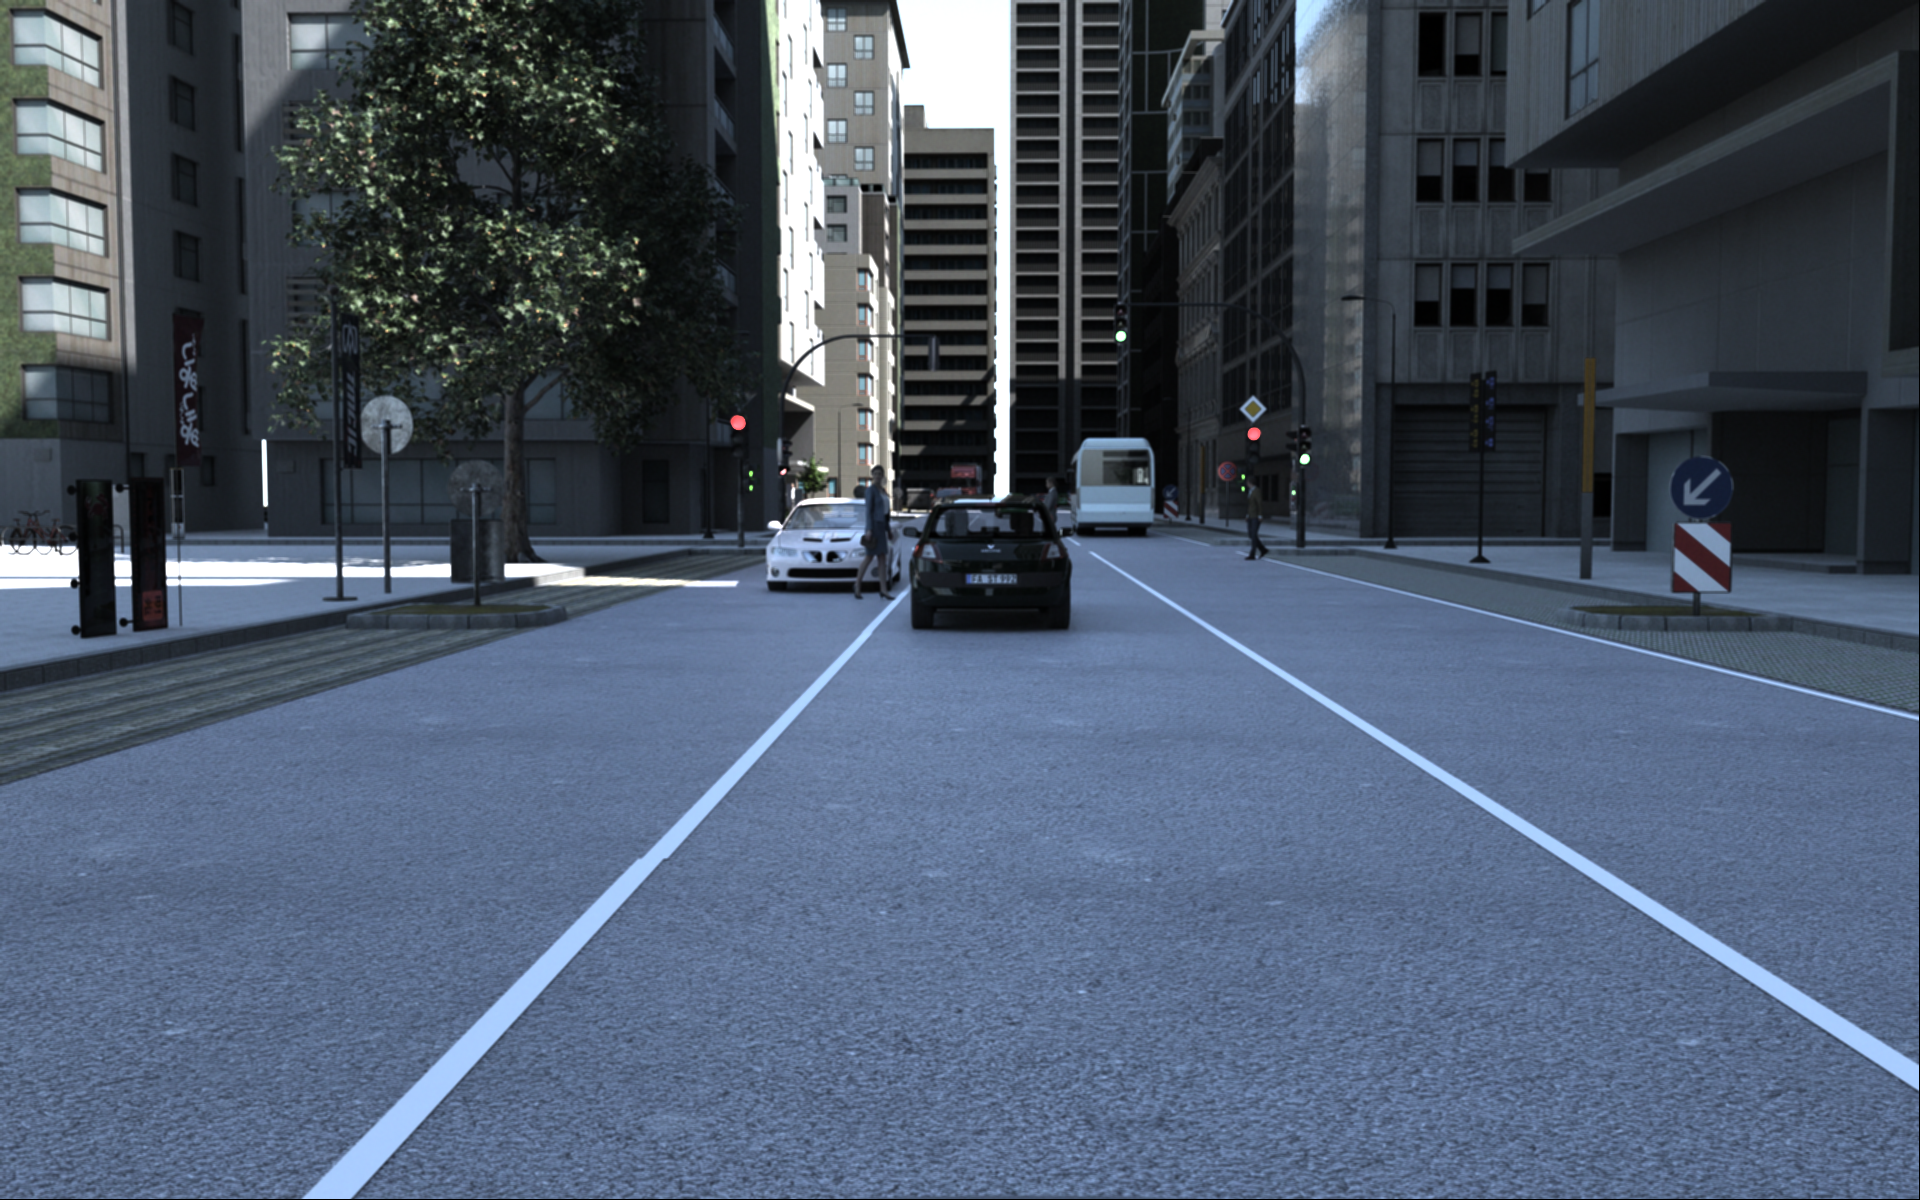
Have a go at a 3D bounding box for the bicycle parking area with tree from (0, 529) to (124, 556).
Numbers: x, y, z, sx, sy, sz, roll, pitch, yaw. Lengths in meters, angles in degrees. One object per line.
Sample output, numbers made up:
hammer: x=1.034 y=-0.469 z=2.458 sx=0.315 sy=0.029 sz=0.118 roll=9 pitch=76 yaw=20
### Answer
bicycle parking area with tree: x=-22.161 y=-2.935 z=34.989 sx=9.016 sy=4.147 sz=8.231 roll=2 pitch=4 yaw=28

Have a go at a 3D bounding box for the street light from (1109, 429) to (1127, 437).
street light: x=11.377 y=-9.257 z=123.890 sx=1.470 sy=5.913 sz=1.316 roll=0 pitch=4 yaw=1

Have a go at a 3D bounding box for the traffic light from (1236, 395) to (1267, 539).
traffic light: x=8.290 y=-3.690 z=49.247 sx=0.839 sy=4.253 sz=0.868 roll=0 pitch=4 yaw=1

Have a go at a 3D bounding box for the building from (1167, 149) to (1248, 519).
building: x=18.376 y=-15.969 z=97.247 sx=11.583 sy=22.565 sz=21.152 roll=0 pitch=4 yaw=1

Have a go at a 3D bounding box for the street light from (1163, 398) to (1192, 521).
street light: x=10.526 y=-6.806 z=83.812 sx=1.470 sy=5.913 sz=1.316 roll=0 pitch=4 yaw=1

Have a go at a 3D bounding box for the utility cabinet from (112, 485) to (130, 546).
utility cabinet: x=-20.315 y=-2.085 z=42.771 sx=1.173 sy=1.500 sz=0.318 roll=-1 pitch=4 yaw=-20

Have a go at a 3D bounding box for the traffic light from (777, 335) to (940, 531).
traffic light: x=-2.975 y=-4.578 z=49.519 sx=4.771 sy=5.953 sz=1.251 roll=0 pitch=4 yaw=1

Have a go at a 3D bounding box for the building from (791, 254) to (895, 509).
building: x=-19.974 y=-18.019 z=139.643 sx=27.650 sy=21.520 sz=28.899 roll=0 pitch=4 yaw=1

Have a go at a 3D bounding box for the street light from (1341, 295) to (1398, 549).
street light: x=9.586 y=-4.161 z=40.570 sx=1.470 sy=5.913 sz=1.316 roll=0 pitch=4 yaw=1

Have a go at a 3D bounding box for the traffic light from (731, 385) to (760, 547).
traffic light: x=-5.248 y=-3.219 z=41.548 sx=0.839 sy=4.253 sz=0.868 roll=0 pitch=4 yaw=1

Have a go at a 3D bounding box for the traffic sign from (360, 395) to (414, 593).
traffic sign: x=-7.399 y=-1.359 z=22.318 sx=0.768 sy=2.556 sz=0.104 roll=1 pitch=4 yaw=10

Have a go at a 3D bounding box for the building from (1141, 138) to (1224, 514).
building: x=18.963 y=-17.514 z=116.035 sx=12.332 sy=23.373 sz=15.834 roll=0 pitch=4 yaw=1

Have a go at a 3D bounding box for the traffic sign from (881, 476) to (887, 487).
traffic sign: x=-5.291 y=-7.128 z=116.650 sx=0.768 sy=2.556 sz=0.104 roll=0 pitch=4 yaw=3

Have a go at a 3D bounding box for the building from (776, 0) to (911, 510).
building: x=-19.650 y=-36.427 z=184.812 sx=27.495 sy=52.752 sz=28.713 roll=0 pitch=4 yaw=1

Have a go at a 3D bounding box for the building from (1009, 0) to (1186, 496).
building: x=16.476 y=-47.691 z=218.004 sx=20.611 sy=71.187 sz=20.563 roll=0 pitch=4 yaw=1

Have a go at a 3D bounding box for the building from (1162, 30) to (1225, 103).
building: x=29.726 y=-27.449 z=140.670 sx=32.217 sy=40.220 sz=23.993 roll=0 pitch=4 yaw=1

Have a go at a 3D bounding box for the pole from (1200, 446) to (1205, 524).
pole: x=10.351 y=-4.901 z=73.977 sx=0.158 sy=3.312 sz=0.155 roll=0 pitch=3 yaw=0

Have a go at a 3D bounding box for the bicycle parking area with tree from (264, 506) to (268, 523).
bicycle parking area with tree: x=-29.606 y=-5.300 z=73.654 sx=8.231 sy=4.147 sz=9.016 roll=-3 pitch=5 yaw=-42

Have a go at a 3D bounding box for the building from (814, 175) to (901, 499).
building: x=-12.920 y=-23.793 z=160.724 sx=14.160 sy=30.474 sz=14.107 roll=0 pitch=4 yaw=1

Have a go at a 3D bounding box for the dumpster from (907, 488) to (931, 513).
dumpster: x=-3.154 y=-7.566 z=131.921 sx=1.865 sy=1.857 sz=1.264 roll=0 pitch=4 yaw=2

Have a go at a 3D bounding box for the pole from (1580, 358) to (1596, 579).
pole: x=9.451 y=-1.970 z=26.054 sx=0.158 sy=3.312 sz=0.155 roll=0 pitch=3 yaw=0

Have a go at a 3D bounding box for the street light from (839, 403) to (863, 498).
street light: x=-5.645 y=-7.113 z=88.833 sx=1.470 sy=5.913 sz=1.316 roll=0 pitch=4 yaw=1

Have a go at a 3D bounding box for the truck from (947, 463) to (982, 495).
truck: x=0.551 y=-10.432 z=159.468 sx=2.839 sy=4.237 sz=11.283 roll=0 pitch=4 yaw=3

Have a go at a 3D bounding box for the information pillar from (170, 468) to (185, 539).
information pillar: x=-22.292 y=-2.743 z=49.342 sx=0.304 sy=2.012 sz=0.304 roll=-2 pitch=4 yaw=-33

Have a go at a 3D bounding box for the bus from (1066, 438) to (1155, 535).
bus: x=5.417 y=-4.193 z=63.410 sx=2.948 sy=3.499 sz=13.247 roll=0 pitch=4 yaw=3

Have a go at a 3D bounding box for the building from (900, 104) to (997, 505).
building: x=-6.098 y=-36.409 z=218.987 sx=21.600 sy=48.544 sz=21.300 roll=0 pitch=4 yaw=1

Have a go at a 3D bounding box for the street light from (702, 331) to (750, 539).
street light: x=-6.684 y=-4.711 z=49.563 sx=1.470 sy=5.913 sz=1.316 roll=0 pitch=4 yaw=1

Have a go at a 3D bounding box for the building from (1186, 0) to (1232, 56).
building: x=23.666 y=-44.346 z=163.310 sx=20.563 sy=71.187 sz=20.611 roll=0 pitch=4 yaw=1

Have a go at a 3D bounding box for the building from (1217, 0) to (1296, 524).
building: x=19.547 y=-17.123 z=73.476 sx=14.314 sy=27.812 sz=24.014 roll=0 pitch=4 yaw=1

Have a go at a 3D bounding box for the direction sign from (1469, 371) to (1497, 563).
direction sign: x=9.714 y=-2.462 z=32.259 sx=0.379 sy=3.537 sz=0.876 roll=-1 pitch=4 yaw=-13

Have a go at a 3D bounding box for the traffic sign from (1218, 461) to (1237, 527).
traffic sign: x=10.420 y=-4.120 z=67.466 sx=0.768 sy=2.556 sz=0.104 roll=0 pitch=4 yaw=5

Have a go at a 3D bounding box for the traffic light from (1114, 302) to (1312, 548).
traffic light: x=6.017 y=-4.067 z=41.170 sx=4.771 sy=5.953 sz=1.251 roll=0 pitch=4 yaw=1

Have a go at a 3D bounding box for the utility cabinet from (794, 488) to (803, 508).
utility cabinet: x=-6.389 y=-3.657 z=68.464 sx=0.318 sy=1.500 sz=1.173 roll=0 pitch=4 yaw=-3
